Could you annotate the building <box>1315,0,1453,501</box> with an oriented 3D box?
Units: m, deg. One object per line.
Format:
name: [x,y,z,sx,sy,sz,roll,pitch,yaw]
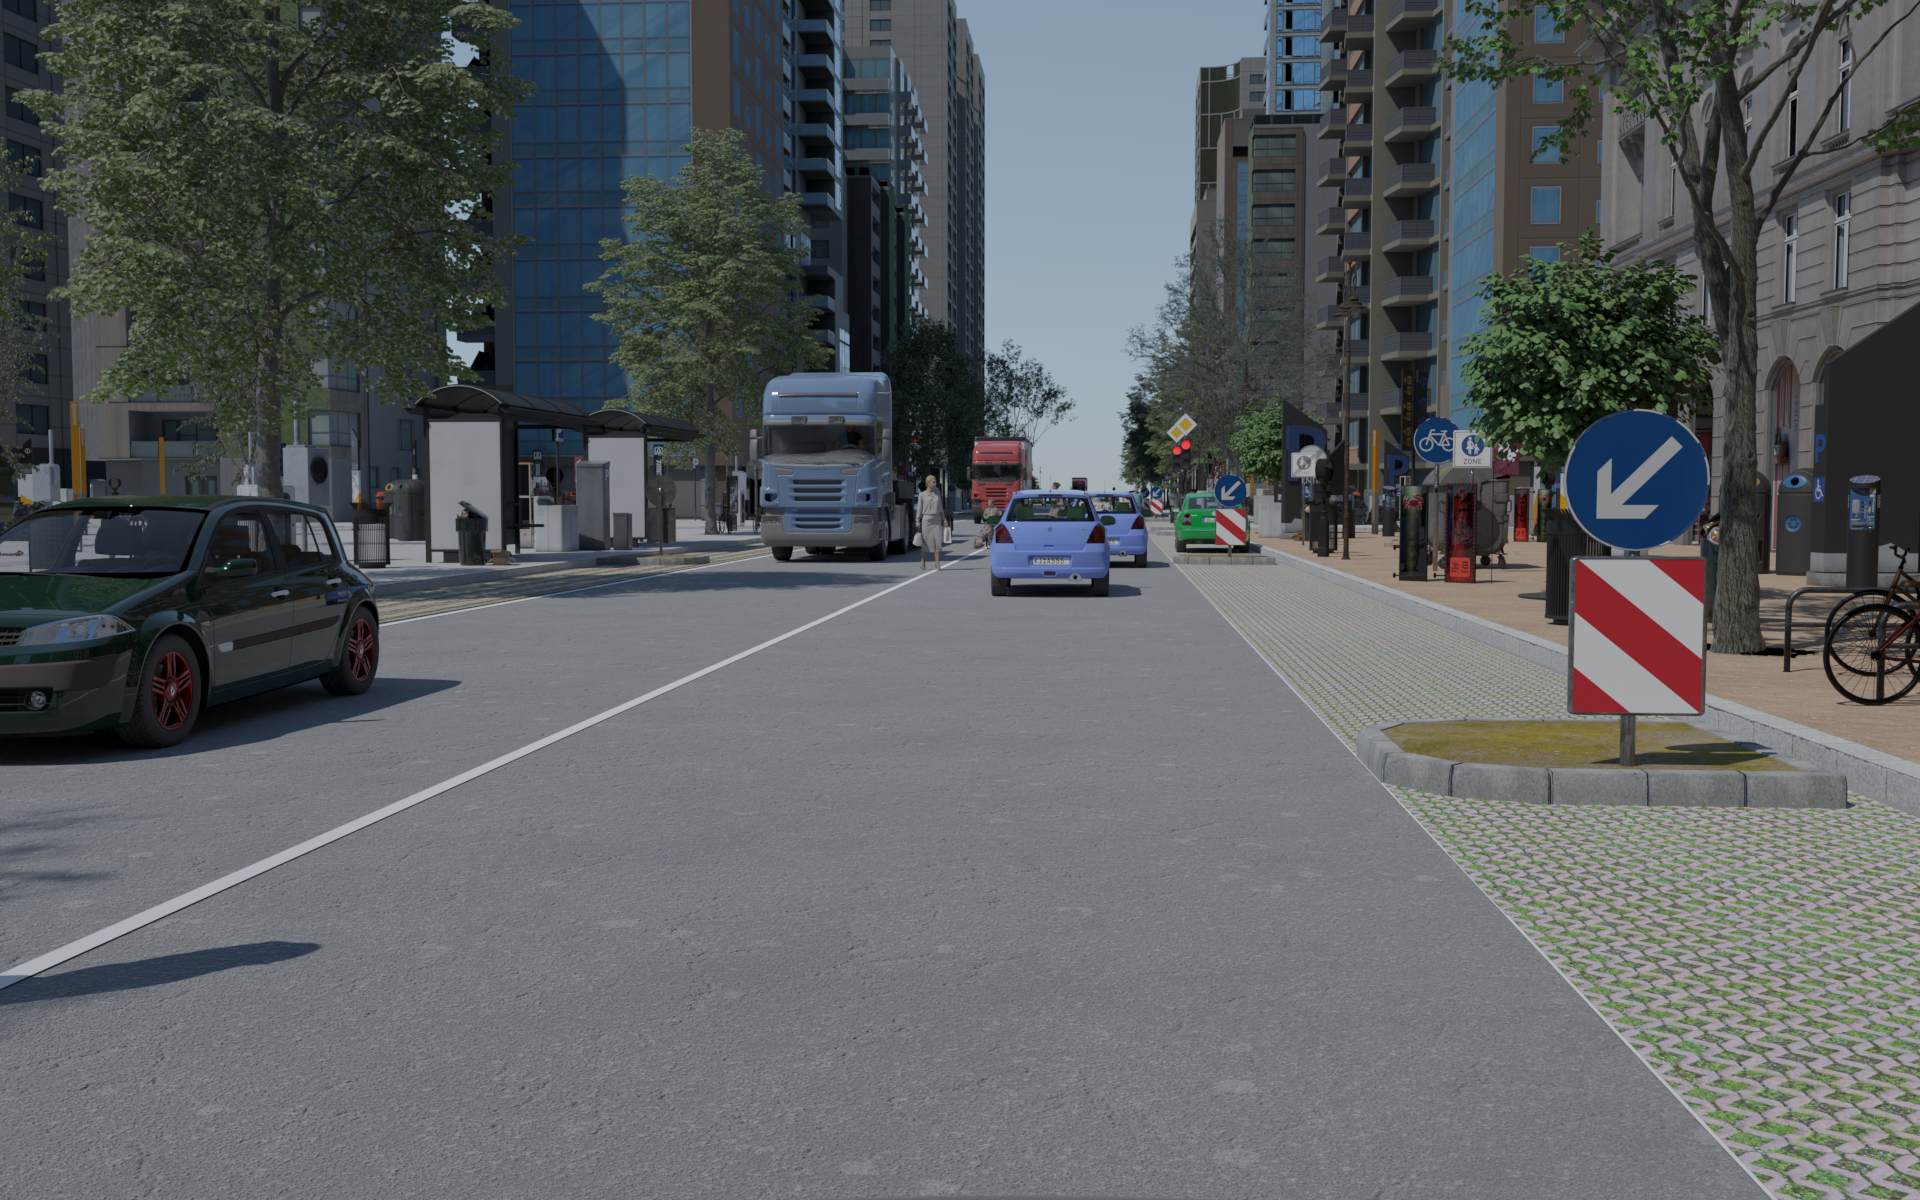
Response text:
building: [33.174,-27.437,103.224,22.147,44.769,28.867,0,4,5]

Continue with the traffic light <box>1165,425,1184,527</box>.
traffic light: [8.494,-4.845,68.140,0.839,4.253,0.868,0,4,5]

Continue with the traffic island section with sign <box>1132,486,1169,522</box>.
traffic island section with sign: [10.085,-4.982,90.088,1.989,1.847,2.006,0,4,5]

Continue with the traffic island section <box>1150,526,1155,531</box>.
traffic island section: [8.533,-2.812,68.251,2.009,0.180,2.903,0,4,5]

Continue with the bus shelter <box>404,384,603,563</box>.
bus shelter: [-8.998,-2.489,34.614,2.014,3.302,5.546,0,4,5]

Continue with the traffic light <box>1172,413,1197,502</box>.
traffic light: [7.810,-4.359,60.184,0.839,4.253,0.868,0,4,5]

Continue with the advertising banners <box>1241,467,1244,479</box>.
advertising banners: [17.929,-7.042,111.321,0.090,3.025,2.074,2,4,28]

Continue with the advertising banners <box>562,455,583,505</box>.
advertising banners: [-17.970,-5.061,78.935,2.074,3.025,0.090,2,4,27]

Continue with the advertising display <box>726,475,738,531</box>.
advertising display: [-7.892,-3.357,60.102,0.123,1.923,0.974,1,4,10]

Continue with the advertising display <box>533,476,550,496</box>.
advertising display: [-14.968,-3.441,61.471,0.123,1.923,0.974,3,4,38]

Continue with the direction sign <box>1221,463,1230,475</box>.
direction sign: [19.068,-8.099,124.417,0.379,3.537,0.876,-3,5,-40]

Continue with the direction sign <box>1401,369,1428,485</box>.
direction sign: [8.304,-2.430,31.729,0.379,3.537,0.876,3,5,44]

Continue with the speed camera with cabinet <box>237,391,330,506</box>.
speed camera with cabinet: [-12.525,-2.310,32.107,0.660,3.252,2.038,1,4,14]

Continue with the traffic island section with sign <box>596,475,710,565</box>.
traffic island section with sign: [-6.215,-1.643,35.496,1.989,1.847,2.006,0,4,5]

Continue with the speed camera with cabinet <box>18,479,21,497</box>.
speed camera with cabinet: [-43.258,-5.325,81.402,0.660,3.252,2.038,1,4,16]

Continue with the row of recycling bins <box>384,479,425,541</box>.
row of recycling bins: [-15.503,-2.546,48.735,1.069,1.692,3.534,-2,4,-25]

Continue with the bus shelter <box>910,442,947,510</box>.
bus shelter: [-2.135,-8.827,121.952,2.179,5.291,8.768,0,4,5]

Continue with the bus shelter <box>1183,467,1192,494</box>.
bus shelter: [16.351,-8.000,122.082,1.731,3.624,6.357,0,4,5]

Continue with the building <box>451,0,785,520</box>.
building: [-17.549,-27.045,92.298,14.600,45.320,14.200,0,4,5]

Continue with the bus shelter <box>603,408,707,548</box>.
bus shelter: [-8.003,-3.043,43.685,2.014,3.302,5.546,0,4,5]

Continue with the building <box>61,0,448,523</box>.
building: [-34.182,-24.459,83.493,14.086,41.232,14.154,0,4,5]

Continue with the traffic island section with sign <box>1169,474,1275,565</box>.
traffic island section with sign: [5.414,-1.656,35.707,1.989,1.847,2.006,0,4,5]

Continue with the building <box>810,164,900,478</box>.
building: [-13.457,-23.313,152.866,14.160,30.474,14.107,0,4,5]

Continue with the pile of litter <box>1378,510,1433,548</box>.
pile of litter: [10.901,-1.688,41.559,1.176,0.858,1.719,-1,4,-15]

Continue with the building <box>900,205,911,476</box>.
building: [-12.518,-24.172,166.919,14.160,30.474,14.107,0,4,5]

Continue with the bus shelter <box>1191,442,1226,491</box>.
bus shelter: [16.232,-8.357,114.268,2.179,5.291,8.768,0,4,5]

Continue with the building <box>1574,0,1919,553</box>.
building: [23.563,-12.032,38.516,13.314,21.916,24.055,0,4,5]

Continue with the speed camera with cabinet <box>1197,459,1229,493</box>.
speed camera with cabinet: [13.205,-5.787,88.950,2.038,3.252,0.660,-1,4,-19]

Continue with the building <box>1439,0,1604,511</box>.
building: [30.684,-26.231,78.987,14.200,45.320,14.600,0,4,5]

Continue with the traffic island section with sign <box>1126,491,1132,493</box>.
traffic island section with sign: [12.472,-6.687,117.952,1.989,1.847,2.006,0,4,5]

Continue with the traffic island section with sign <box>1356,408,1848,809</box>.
traffic island section with sign: [3.108,-0.014,8.851,1.989,1.847,2.006,0,4,5]

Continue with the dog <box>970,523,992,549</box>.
dog: [0.506,-1.730,45.128,0.800,0.831,0.513,1,4,19]

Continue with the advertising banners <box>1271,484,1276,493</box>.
advertising banners: [17.007,-6.066,95.371,0.090,3.025,2.074,3,5,43]

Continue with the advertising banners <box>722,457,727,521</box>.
advertising banners: [-10.954,-5.175,80.801,0.090,3.025,2.074,0,4,-2]

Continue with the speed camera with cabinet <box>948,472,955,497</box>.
speed camera with cabinet: [-1.381,-8.577,134.572,2.038,3.252,0.660,-2,4,-28]

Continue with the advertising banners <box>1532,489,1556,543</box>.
advertising banners: [15.042,-3.064,46.279,0.090,3.025,2.074,-2,4,-32]

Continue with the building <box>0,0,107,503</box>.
building: [-59.064,-39.806,89.082,20.611,71.187,20.563,0,4,5]

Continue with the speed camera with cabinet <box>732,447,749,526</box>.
speed camera with cabinet: [-8.894,-4.596,69.484,0.660,3.252,2.038,0,4,3]

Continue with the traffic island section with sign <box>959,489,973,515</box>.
traffic island section with sign: [0.956,-6.747,118.948,1.989,1.847,2.006,0,4,5]

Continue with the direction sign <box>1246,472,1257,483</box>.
direction sign: [21.216,-8.208,126.204,0.876,3.537,0.379,2,4,25]

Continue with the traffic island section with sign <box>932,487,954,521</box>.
traffic island section with sign: [-1.353,-5.103,92.054,1.989,1.847,2.006,0,4,5]

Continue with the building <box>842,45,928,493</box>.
building: [-15.408,-34.845,189.326,23.786,49.044,30.456,0,4,5]

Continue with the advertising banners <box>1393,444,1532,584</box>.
advertising banners: [7.181,-1.755,24.878,2.074,3.025,0.090,3,5,44]

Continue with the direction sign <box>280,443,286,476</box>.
direction sign: [-30.187,-5.172,76.556,0.876,3.537,0.379,-3,5,-43]

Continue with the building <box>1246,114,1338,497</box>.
building: [29.206,-22.197,134.620,14.160,30.474,14.107,0,4,5]

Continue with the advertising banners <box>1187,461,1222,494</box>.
advertising banners: [13.043,-5.893,92.535,2.074,3.025,0.090,-1,4,-19]

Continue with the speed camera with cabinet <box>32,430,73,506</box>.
speed camera with cabinet: [-28.182,-3.651,54.035,0.660,3.252,2.038,0,4,-3]

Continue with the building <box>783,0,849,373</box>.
building: [-19.300,-49.491,121.845,22.319,86.520,31.000,0,4,5]

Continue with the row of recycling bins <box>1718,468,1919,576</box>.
row of recycling bins: [13.552,-1.216,26.993,1.069,1.692,3.534,-3,4,-38]

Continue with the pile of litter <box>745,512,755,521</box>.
pile of litter: [-10.552,-4.318,84.566,1.176,0.858,1.719,-2,4,-30]
